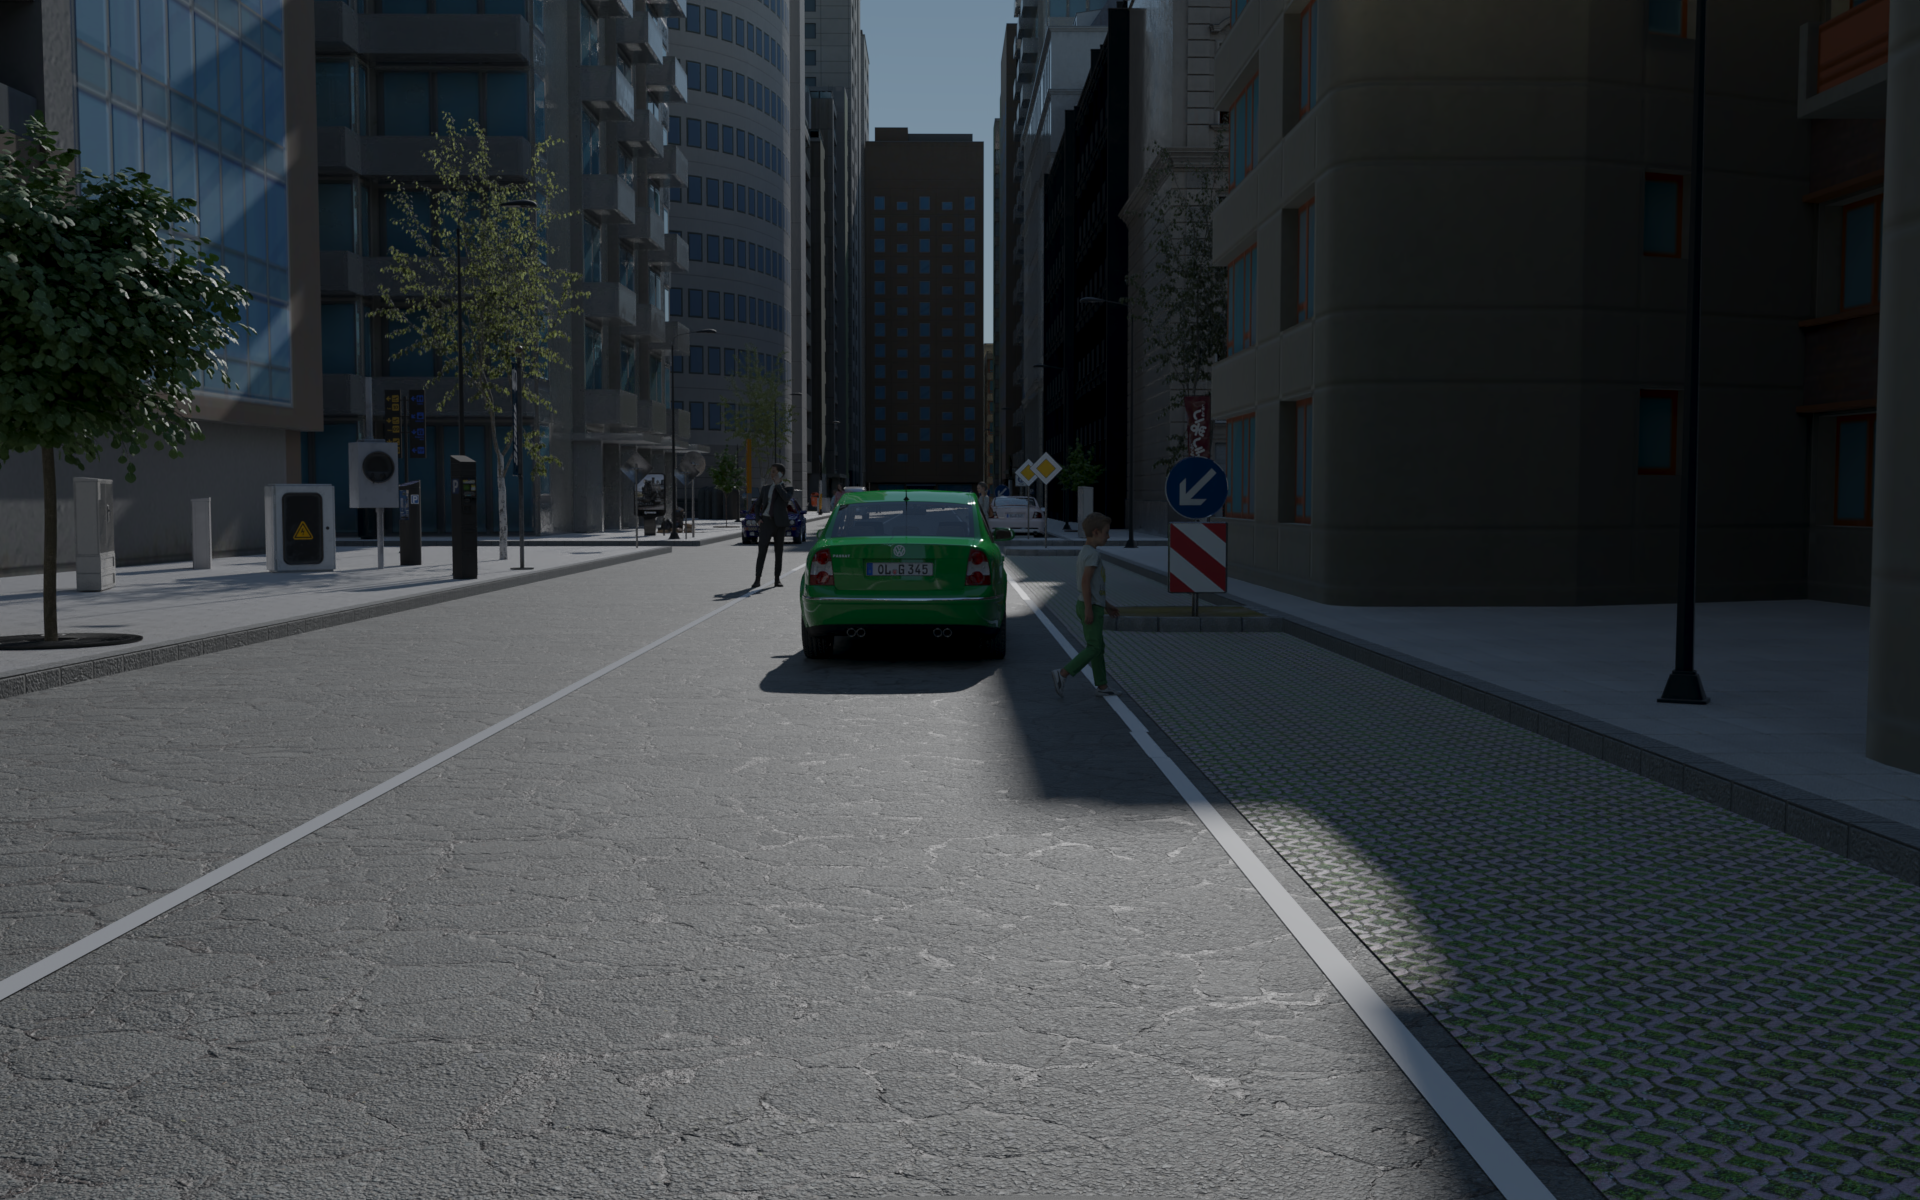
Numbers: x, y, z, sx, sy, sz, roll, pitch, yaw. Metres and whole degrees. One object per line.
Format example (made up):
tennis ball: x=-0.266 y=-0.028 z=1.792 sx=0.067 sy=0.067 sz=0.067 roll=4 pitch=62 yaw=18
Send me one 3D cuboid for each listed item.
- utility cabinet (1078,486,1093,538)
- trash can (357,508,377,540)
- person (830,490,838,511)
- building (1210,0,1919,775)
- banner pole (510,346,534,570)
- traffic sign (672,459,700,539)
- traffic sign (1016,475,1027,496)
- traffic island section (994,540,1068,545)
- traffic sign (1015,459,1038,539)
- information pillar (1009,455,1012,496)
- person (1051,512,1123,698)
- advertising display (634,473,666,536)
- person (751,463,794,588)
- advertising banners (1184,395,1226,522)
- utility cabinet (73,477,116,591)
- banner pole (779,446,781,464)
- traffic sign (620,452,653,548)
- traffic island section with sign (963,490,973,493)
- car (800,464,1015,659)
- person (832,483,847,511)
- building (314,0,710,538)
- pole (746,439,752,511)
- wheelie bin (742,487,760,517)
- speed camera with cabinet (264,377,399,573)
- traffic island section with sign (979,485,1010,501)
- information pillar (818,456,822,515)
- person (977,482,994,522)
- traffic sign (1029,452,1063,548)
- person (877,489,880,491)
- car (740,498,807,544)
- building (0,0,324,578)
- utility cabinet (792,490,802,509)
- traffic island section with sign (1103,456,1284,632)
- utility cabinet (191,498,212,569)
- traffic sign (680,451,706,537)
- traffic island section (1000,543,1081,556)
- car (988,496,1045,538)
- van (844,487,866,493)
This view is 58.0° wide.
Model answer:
utility cabinet: x=3.671 y=-2.560 z=50.536 sx=0.318 sy=1.500 sz=1.173 roll=0 pitch=4 yaw=-3
trash can: x=-16.713 y=-2.281 z=48.946 sx=0.748 sy=1.137 sz=0.748 roll=0 pitch=3 yaw=0
person: x=-4.717 y=-3.386 z=65.672 sx=0.330 sy=1.601 sz=0.589 roll=1 pitch=4 yaw=23
building: x=18.133 y=-10.318 z=13.736 sx=27.650 sy=21.520 sz=28.899 roll=0 pitch=4 yaw=-1
banner pole: x=-7.434 y=-2.391 z=29.109 sx=0.401 sy=3.779 sz=0.863 roll=0 pitch=4 yaw=-3
traffic sign: x=-7.754 y=-2.774 z=48.994 sx=0.795 sy=2.450 sz=0.064 roll=0 pitch=4 yaw=-1
traffic sign: x=3.220 y=-5.442 z=91.114 sx=0.606 sy=2.300 sz=0.079 roll=0 pitch=4 yaw=4
traffic island section: x=1.963 y=-1.645 z=49.170 sx=2.009 sy=0.180 sz=2.903 roll=0 pitch=4 yaw=-1
traffic sign: x=1.939 y=-2.780 z=49.093 sx=0.795 sy=2.450 sz=0.064 roll=0 pitch=4 yaw=-1
information pillar: x=2.985 y=-6.815 z=102.783 sx=0.183 sy=3.616 sz=0.504 roll=1 pitch=4 yaw=19
person: x=0.890 y=0.037 z=12.151 sx=0.590 sy=1.304 sz=0.306 roll=-2 pitch=4 yaw=-25
advertising display: x=-9.543 y=-2.941 z=53.302 sx=0.974 sy=1.923 sz=0.123 roll=0 pitch=4 yaw=1
person: x=-2.884 y=-1.152 z=26.703 sx=0.648 sy=1.900 sz=0.474 roll=0 pitch=4 yaw=1
advertising banners: x=4.849 y=-2.085 z=30.278 sx=2.074 sy=3.025 sz=0.090 roll=2 pitch=4 yaw=32
utility cabinet: x=-11.548 y=-0.885 z=23.148 sx=0.318 sy=1.500 sz=1.173 roll=-1 pitch=4 yaw=-18
banner pole: x=-9.190 y=-6.030 z=88.605 sx=0.401 sy=3.779 sz=0.863 roll=-1 pitch=4 yaw=-10
traffic sign: x=-7.656 y=-2.285 z=41.009 sx=0.795 sy=2.450 sz=0.064 roll=0 pitch=4 yaw=-1
traffic island section with sign: x=1.322 y=-5.667 z=101.283 sx=1.989 sy=1.847 sz=2.006 roll=0 pitch=4 yaw=-1
car: x=-0.451 y=-0.467 z=16.433 sx=1.959 sy=1.807 sz=4.718 roll=0 pitch=4 yaw=1
person: x=-4.287 y=-3.265 z=61.888 sx=0.555 sy=1.821 sz=0.388 roll=0 pitch=4 yaw=4
building: x=-22.328 y=-27.135 z=63.272 sx=23.786 sy=49.044 sz=30.456 roll=0 pitch=4 yaw=-1
pole: x=-7.795 y=-4.290 z=63.987 sx=0.158 sy=3.312 sz=0.155 roll=0 pitch=3 yaw=0
wheelie bin: x=-9.775 y=-4.484 z=81.229 sx=0.980 sy=1.594 sz=0.693 roll=-2 pitch=4 yaw=-30
speed camera with cabinet: x=-10.461 y=-2.111 z=28.851 sx=2.038 sy=3.252 sz=0.660 roll=-3 pitch=4 yaw=-36
traffic island section with sign: x=1.673 y=-4.006 z=74.133 sx=1.989 sy=1.847 sz=2.006 roll=0 pitch=4 yaw=-1
information pillar: x=-8.500 y=-6.978 z=105.451 sx=0.183 sy=3.616 sz=0.504 roll=-1 pitch=4 yaw=-16
person: x=0.500 y=-1.778 z=38.571 sx=0.522 sy=1.701 sz=0.512 roll=-1 pitch=4 yaw=-21
traffic sign: x=2.038 y=-2.292 z=41.108 sx=0.795 sy=2.450 sz=0.064 roll=0 pitch=4 yaw=-1
person: x=-6.083 y=-7.373 z=129.146 sx=1.348 sy=1.812 sz=0.705 roll=0 pitch=4 yaw=1
car: x=-5.444 y=-2.343 z=50.891 sx=1.945 sy=1.354 sz=3.894 roll=0 pitch=4 yaw=-2
building: x=-21.462 y=-23.304 z=31.127 sx=14.200 sy=45.320 sz=14.600 roll=0 pitch=4 yaw=-1
utility cabinet: x=-8.330 y=-4.792 z=87.024 sx=0.318 sy=1.500 sz=1.173 roll=1 pitch=4 yaw=22
traffic island section with sign: x=2.349 y=-0.621 z=18.789 sx=1.989 sy=1.847 sz=2.006 roll=0 pitch=4 yaw=-1
utility cabinet: x=-13.119 y=-1.149 z=29.943 sx=0.306 sy=1.237 sz=1.020 roll=-1 pitch=4 yaw=-22
traffic sign: x=-7.889 y=-3.123 z=51.167 sx=0.768 sy=2.556 sz=0.104 roll=0 pitch=4 yaw=6
traffic island section: x=2.062 y=-1.156 z=41.186 sx=2.009 sy=0.180 sz=2.903 roll=0 pitch=4 yaw=-1
car: x=1.670 y=-2.526 z=53.661 sx=2.083 sy=1.381 sz=4.827 roll=0 pitch=4 yaw=1
van: x=-6.079 y=-5.618 z=98.861 sx=2.013 sy=2.044 sz=4.112 roll=0 pitch=4 yaw=0
